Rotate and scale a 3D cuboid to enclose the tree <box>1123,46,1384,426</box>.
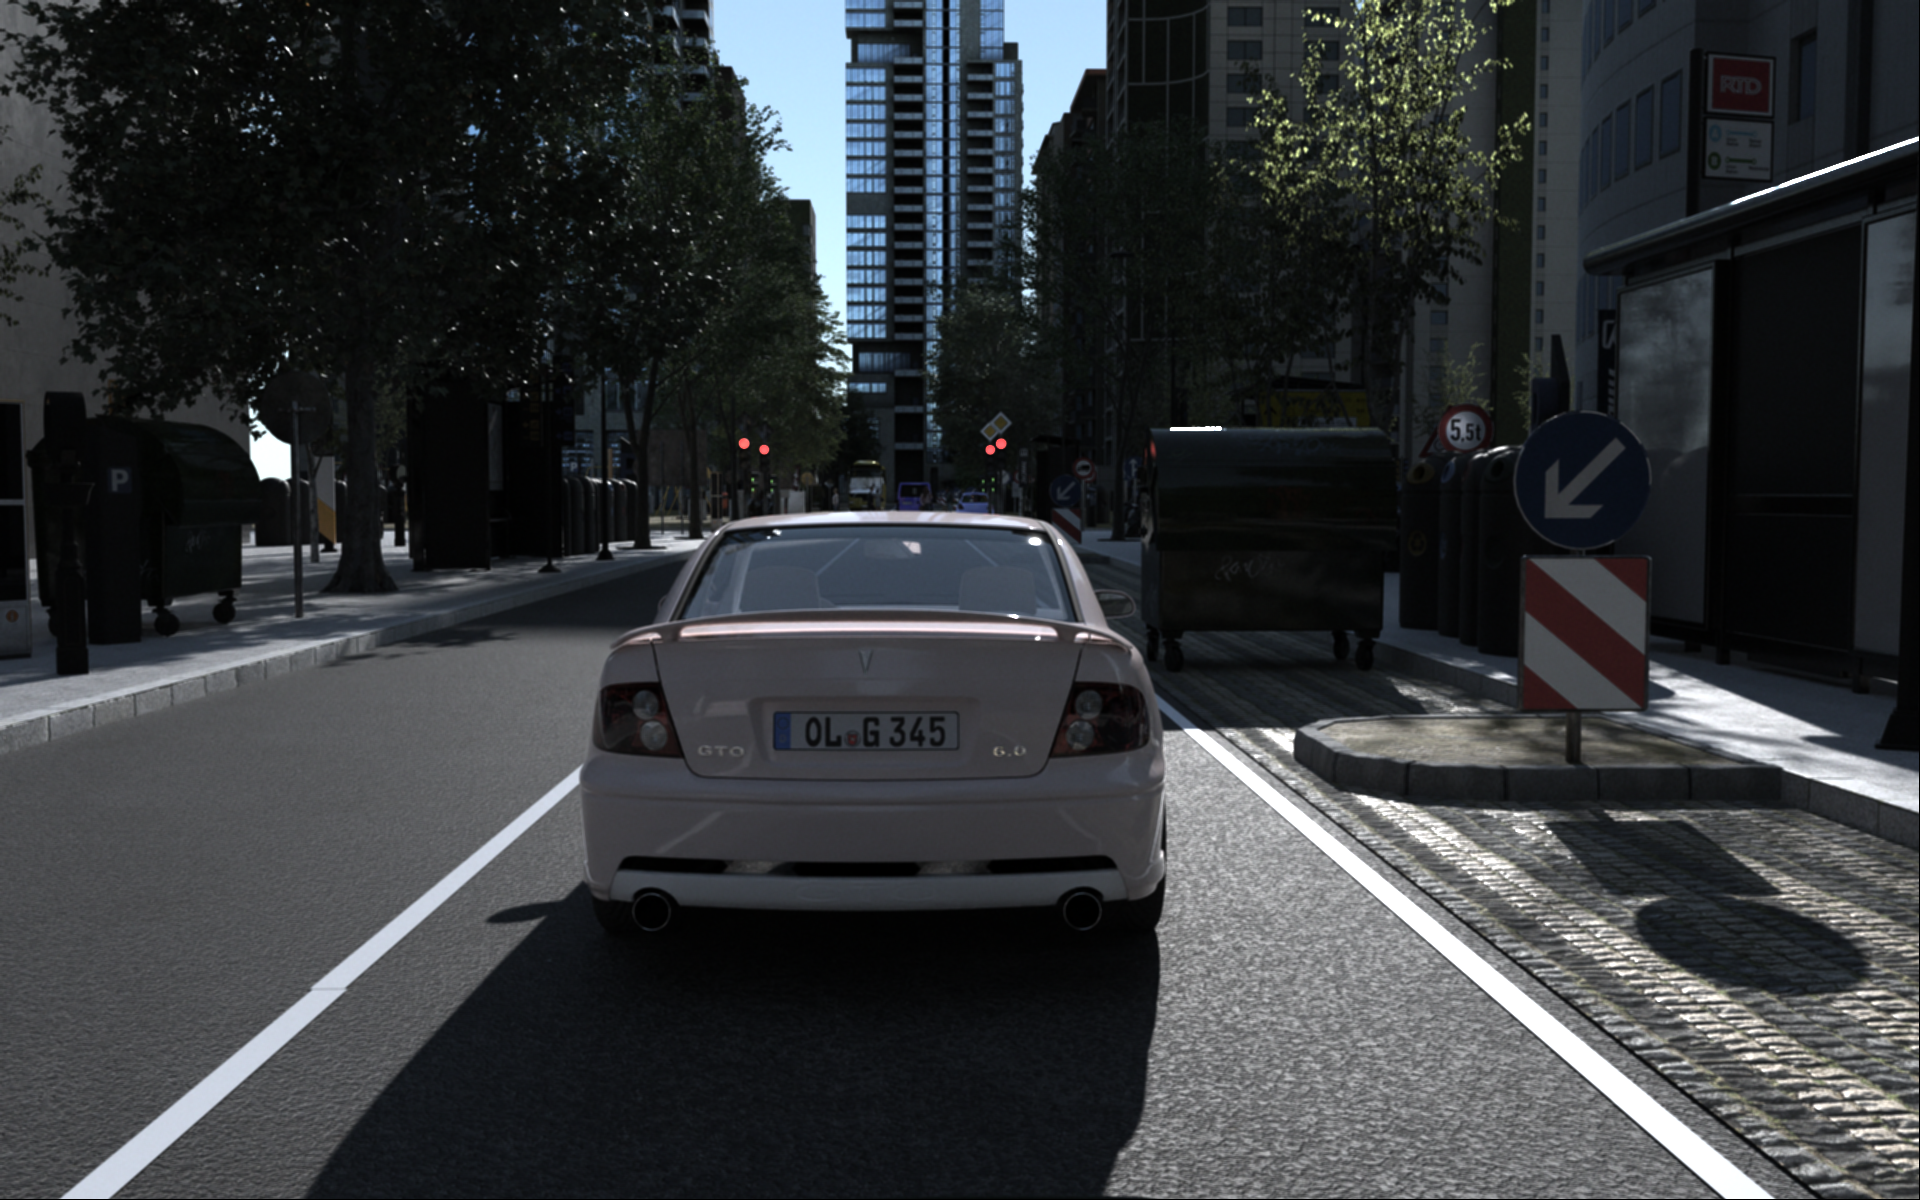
[{"bbox_3d":[5.112,-4.807,28.950,4.737,8.622,4.395,0,3,0],"label":"tree"}]

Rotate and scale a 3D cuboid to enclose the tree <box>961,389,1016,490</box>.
[{"bbox_3d":[2.675,-10.057,114.801,4.737,8.622,4.395,0,3,0],"label":"tree"}]

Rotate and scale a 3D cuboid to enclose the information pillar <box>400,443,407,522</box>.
[{"bbox_3d":[-25.500,-5.382,79.356,0.183,3.616,0.504,0,4,-2],"label":"information pillar"}]

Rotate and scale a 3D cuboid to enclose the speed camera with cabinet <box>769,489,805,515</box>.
[{"bbox_3d":[-10.026,-6.482,100.314,2.038,3.252,0.660,0,4,2],"label":"speed camera with cabinet"}]

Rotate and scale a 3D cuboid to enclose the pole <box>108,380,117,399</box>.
[{"bbox_3d":[-15.116,-2.273,31.001,0.158,3.312,0.155,0,3,0],"label":"pole"}]

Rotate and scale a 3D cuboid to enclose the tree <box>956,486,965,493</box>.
[{"bbox_3d":[0.532,-11.993,190.691,1.663,3.219,1.824,0,3,0],"label":"tree"}]

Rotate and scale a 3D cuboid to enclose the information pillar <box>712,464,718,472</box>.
[{"bbox_3d":[-18.831,-8.672,133.139,0.504,3.616,0.183,3,4,38],"label":"information pillar"}]

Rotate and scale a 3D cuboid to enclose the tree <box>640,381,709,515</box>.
[{"bbox_3d":[-17.558,-9.650,108.136,4.360,8.622,3.978,0,3,0],"label":"tree"}]

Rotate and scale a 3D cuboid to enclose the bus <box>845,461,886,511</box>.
[{"bbox_3d":[-6.973,-8.516,130.776,2.896,3.916,12.252,0,4,-1],"label":"bus"}]

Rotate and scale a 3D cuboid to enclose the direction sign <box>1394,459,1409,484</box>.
[{"bbox_3d":[28.273,-7.280,111.022,0.876,3.537,0.379,1,4,21],"label":"direction sign"}]

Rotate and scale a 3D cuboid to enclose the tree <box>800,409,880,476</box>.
[{"bbox_3d":[-12.509,-14.544,172.208,7.601,10.594,8.767,0,4,4],"label":"tree"}]

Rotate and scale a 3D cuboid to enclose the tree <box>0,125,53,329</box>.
[{"bbox_3d":[-15.202,-4.534,24.493,4.360,8.622,3.978,0,3,0],"label":"tree"}]

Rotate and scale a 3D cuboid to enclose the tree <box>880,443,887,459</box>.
[{"bbox_3d":[-12.832,-16.557,205.115,8.767,10.594,7.601,0,4,-1],"label":"tree"}]

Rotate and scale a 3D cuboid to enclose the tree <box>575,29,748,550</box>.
[{"bbox_3d":[-7.455,-6.979,39.870,9.928,11.665,9.643,0,3,0],"label":"tree"}]

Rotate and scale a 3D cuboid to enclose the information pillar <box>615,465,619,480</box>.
[{"bbox_3d":[-27.159,-8.915,137.114,0.183,3.616,0.504,-2,4,-33],"label":"information pillar"}]

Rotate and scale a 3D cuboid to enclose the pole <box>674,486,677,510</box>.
[{"bbox_3d":[-23.000,-8.940,140.014,0.158,3.312,0.155,0,3,0],"label":"pole"}]

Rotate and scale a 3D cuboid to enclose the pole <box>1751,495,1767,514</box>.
[{"bbox_3d":[11.759,-1.934,25.456,0.158,3.312,0.155,0,3,0],"label":"pole"}]

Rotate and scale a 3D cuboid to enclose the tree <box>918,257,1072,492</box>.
[{"bbox_3d":[2.816,-17.173,136.671,12.611,20.169,13.585,0,3,0],"label":"tree"}]

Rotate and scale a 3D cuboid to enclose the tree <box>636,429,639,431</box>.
[{"bbox_3d":[-22.252,-10.974,129.790,4.360,8.622,3.978,0,3,0],"label":"tree"}]

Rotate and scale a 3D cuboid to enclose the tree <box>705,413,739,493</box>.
[{"bbox_3d":[-18.837,-11.440,137.403,4.737,8.622,4.395,0,3,0],"label":"tree"}]

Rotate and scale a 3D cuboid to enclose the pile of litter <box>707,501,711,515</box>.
[{"bbox_3d":[-15.185,-5.563,104.916,1.719,0.858,1.176,0,4,8],"label":"pile of litter"}]

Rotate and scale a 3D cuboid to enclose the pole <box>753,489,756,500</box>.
[{"bbox_3d":[-13.008,-7.084,109.662,0.158,3.312,0.155,0,3,0],"label":"pole"}]

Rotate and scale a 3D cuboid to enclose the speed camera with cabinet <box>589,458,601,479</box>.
[{"bbox_3d":[-20.426,-6.181,95.396,0.660,3.252,2.038,1,4,17],"label":"speed camera with cabinet"}]

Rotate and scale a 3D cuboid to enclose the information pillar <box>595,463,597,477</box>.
[{"bbox_3d":[-27.115,-8.421,129.039,0.183,3.616,0.504,0,4,-1],"label":"information pillar"}]

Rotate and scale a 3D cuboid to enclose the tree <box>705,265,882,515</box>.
[{"bbox_3d":[-8.633,-10.087,83.041,7.486,12.596,7.792,0,3,0],"label":"tree"}]

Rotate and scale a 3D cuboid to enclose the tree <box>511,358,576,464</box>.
[{"bbox_3d":[-21.656,-8.446,88.448,4.737,8.622,4.395,0,3,0],"label":"tree"}]

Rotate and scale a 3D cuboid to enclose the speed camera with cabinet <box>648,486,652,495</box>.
[{"bbox_3d":[-25.216,-8.895,139.769,0.660,3.252,2.038,-1,4,-11],"label":"speed camera with cabinet"}]

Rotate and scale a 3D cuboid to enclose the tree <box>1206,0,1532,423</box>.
[{"bbox_3d":[5.151,-4.349,21.463,4.360,8.622,3.978,0,3,0],"label":"tree"}]

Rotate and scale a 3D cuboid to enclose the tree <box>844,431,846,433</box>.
[{"bbox_3d":[-10.549,-11.010,130.372,4.737,8.622,4.395,0,3,0],"label":"tree"}]

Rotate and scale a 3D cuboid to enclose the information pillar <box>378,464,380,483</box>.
[{"bbox_3d":[-45.252,-8.785,134.982,0.183,3.616,0.504,-2,4,-23],"label":"information pillar"}]

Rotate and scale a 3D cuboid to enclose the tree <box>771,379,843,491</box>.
[{"bbox_3d":[-10.137,-9.831,111.094,4.737,8.622,4.395,0,3,0],"label":"tree"}]

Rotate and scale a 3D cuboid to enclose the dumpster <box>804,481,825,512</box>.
[{"bbox_3d":[-10.514,-7.501,125.130,1.502,2.255,1.985,0,4,-2],"label":"dumpster"}]

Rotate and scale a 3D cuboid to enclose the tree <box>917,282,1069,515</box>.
[{"bbox_3d":[2.206,-12.046,103.604,9.857,13.997,8.962,0,3,0],"label":"tree"}]

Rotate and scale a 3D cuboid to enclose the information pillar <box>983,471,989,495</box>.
[{"bbox_3d":[1.974,-8.390,128.527,0.504,3.616,0.183,-1,4,-21],"label":"information pillar"}]

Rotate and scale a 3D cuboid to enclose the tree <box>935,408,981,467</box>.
[{"bbox_3d":[1.170,-14.949,178.822,8.767,10.594,7.601,2,4,35],"label":"tree"}]

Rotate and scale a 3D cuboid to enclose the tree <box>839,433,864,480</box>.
[{"bbox_3d":[-12.062,-15.166,198.318,4.360,8.622,3.978,0,3,0],"label":"tree"}]

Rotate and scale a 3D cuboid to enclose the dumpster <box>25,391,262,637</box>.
[{"bbox_3d":[-7.671,-0.844,16.296,1.502,2.255,1.985,0,4,-2],"label":"dumpster"}]

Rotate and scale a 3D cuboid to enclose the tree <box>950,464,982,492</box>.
[{"bbox_3d":[0.787,-10.520,155.721,4.285,4.588,4.351,0,3,0],"label":"tree"}]

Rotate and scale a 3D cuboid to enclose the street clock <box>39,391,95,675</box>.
[{"bbox_3d":[-6.344,-0.474,12.322,0.358,2.002,0.471,-2,4,-33],"label":"street clock"}]

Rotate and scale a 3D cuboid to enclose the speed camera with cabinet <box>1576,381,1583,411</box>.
[{"bbox_3d":[11.584,-2.207,30.417,2.038,3.252,0.660,1,4,23],"label":"speed camera with cabinet"}]

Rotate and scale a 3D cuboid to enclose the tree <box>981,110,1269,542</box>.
[{"bbox_3d":[4.500,-7.413,46.961,9.928,11.665,9.643,0,3,0],"label":"tree"}]

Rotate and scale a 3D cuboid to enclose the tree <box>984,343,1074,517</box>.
[{"bbox_3d":[3.178,-8.230,84.929,4.360,8.622,3.978,0,3,0],"label":"tree"}]

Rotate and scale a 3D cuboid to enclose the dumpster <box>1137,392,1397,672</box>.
[{"bbox_3d":[2.473,-0.573,14.324,1.985,2.255,1.502,0,4,-2],"label":"dumpster"}]

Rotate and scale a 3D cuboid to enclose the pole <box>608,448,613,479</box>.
[{"bbox_3d":[-15.537,-5.086,77.001,0.158,3.312,0.155,0,3,0],"label":"pole"}]

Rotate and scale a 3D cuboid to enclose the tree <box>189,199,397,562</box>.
[{"bbox_3d":[-12.246,-5.006,32.213,4.737,8.622,4.395,0,3,0],"label":"tree"}]

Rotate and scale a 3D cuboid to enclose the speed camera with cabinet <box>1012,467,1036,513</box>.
[{"bbox_3d":[4.669,-7.708,120.358,2.038,3.252,0.660,1,4,16],"label":"speed camera with cabinet"}]

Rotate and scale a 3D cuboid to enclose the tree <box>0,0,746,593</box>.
[{"bbox_3d":[-7.891,-6.460,22.634,9.611,12.733,9.660,0,3,0],"label":"tree"}]

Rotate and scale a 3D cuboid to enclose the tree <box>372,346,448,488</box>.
[{"bbox_3d":[-21.284,-7.267,69.172,4.360,8.622,3.978,0,3,0],"label":"tree"}]

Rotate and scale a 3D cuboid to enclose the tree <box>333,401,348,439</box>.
[{"bbox_3d":[-30.212,-8.547,90.113,4.360,8.622,3.978,0,3,0],"label":"tree"}]

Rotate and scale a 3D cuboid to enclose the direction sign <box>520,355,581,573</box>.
[{"bbox_3d":[-6.740,-2.223,28.344,0.876,3.537,0.379,0,4,-4],"label":"direction sign"}]

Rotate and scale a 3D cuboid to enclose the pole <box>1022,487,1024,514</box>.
[{"bbox_3d":[4.089,-7.177,111.183,0.158,3.312,0.155,0,3,0],"label":"pole"}]

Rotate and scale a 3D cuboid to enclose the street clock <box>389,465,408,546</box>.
[{"bbox_3d":[-13.786,-2.325,42.580,0.358,2.002,0.471,1,4,19],"label":"street clock"}]

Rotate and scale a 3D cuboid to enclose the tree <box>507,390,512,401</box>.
[{"bbox_3d":[-26.738,-8.976,97.117,4.360,8.622,3.978,0,3,0],"label":"tree"}]

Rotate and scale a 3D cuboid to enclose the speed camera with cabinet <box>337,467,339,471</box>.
[{"bbox_3d":[-45.307,-7.945,124.232,2.038,3.252,0.660,-1,4,-19],"label":"speed camera with cabinet"}]

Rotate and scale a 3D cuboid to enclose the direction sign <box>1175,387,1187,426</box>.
[{"bbox_3d":[4.718,-2.754,37.020,0.379,3.537,0.876,1,4,23],"label":"direction sign"}]

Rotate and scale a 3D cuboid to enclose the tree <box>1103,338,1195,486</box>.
[{"bbox_3d":[8.863,-7.973,80.726,4.360,8.622,3.978,0,3,0],"label":"tree"}]
